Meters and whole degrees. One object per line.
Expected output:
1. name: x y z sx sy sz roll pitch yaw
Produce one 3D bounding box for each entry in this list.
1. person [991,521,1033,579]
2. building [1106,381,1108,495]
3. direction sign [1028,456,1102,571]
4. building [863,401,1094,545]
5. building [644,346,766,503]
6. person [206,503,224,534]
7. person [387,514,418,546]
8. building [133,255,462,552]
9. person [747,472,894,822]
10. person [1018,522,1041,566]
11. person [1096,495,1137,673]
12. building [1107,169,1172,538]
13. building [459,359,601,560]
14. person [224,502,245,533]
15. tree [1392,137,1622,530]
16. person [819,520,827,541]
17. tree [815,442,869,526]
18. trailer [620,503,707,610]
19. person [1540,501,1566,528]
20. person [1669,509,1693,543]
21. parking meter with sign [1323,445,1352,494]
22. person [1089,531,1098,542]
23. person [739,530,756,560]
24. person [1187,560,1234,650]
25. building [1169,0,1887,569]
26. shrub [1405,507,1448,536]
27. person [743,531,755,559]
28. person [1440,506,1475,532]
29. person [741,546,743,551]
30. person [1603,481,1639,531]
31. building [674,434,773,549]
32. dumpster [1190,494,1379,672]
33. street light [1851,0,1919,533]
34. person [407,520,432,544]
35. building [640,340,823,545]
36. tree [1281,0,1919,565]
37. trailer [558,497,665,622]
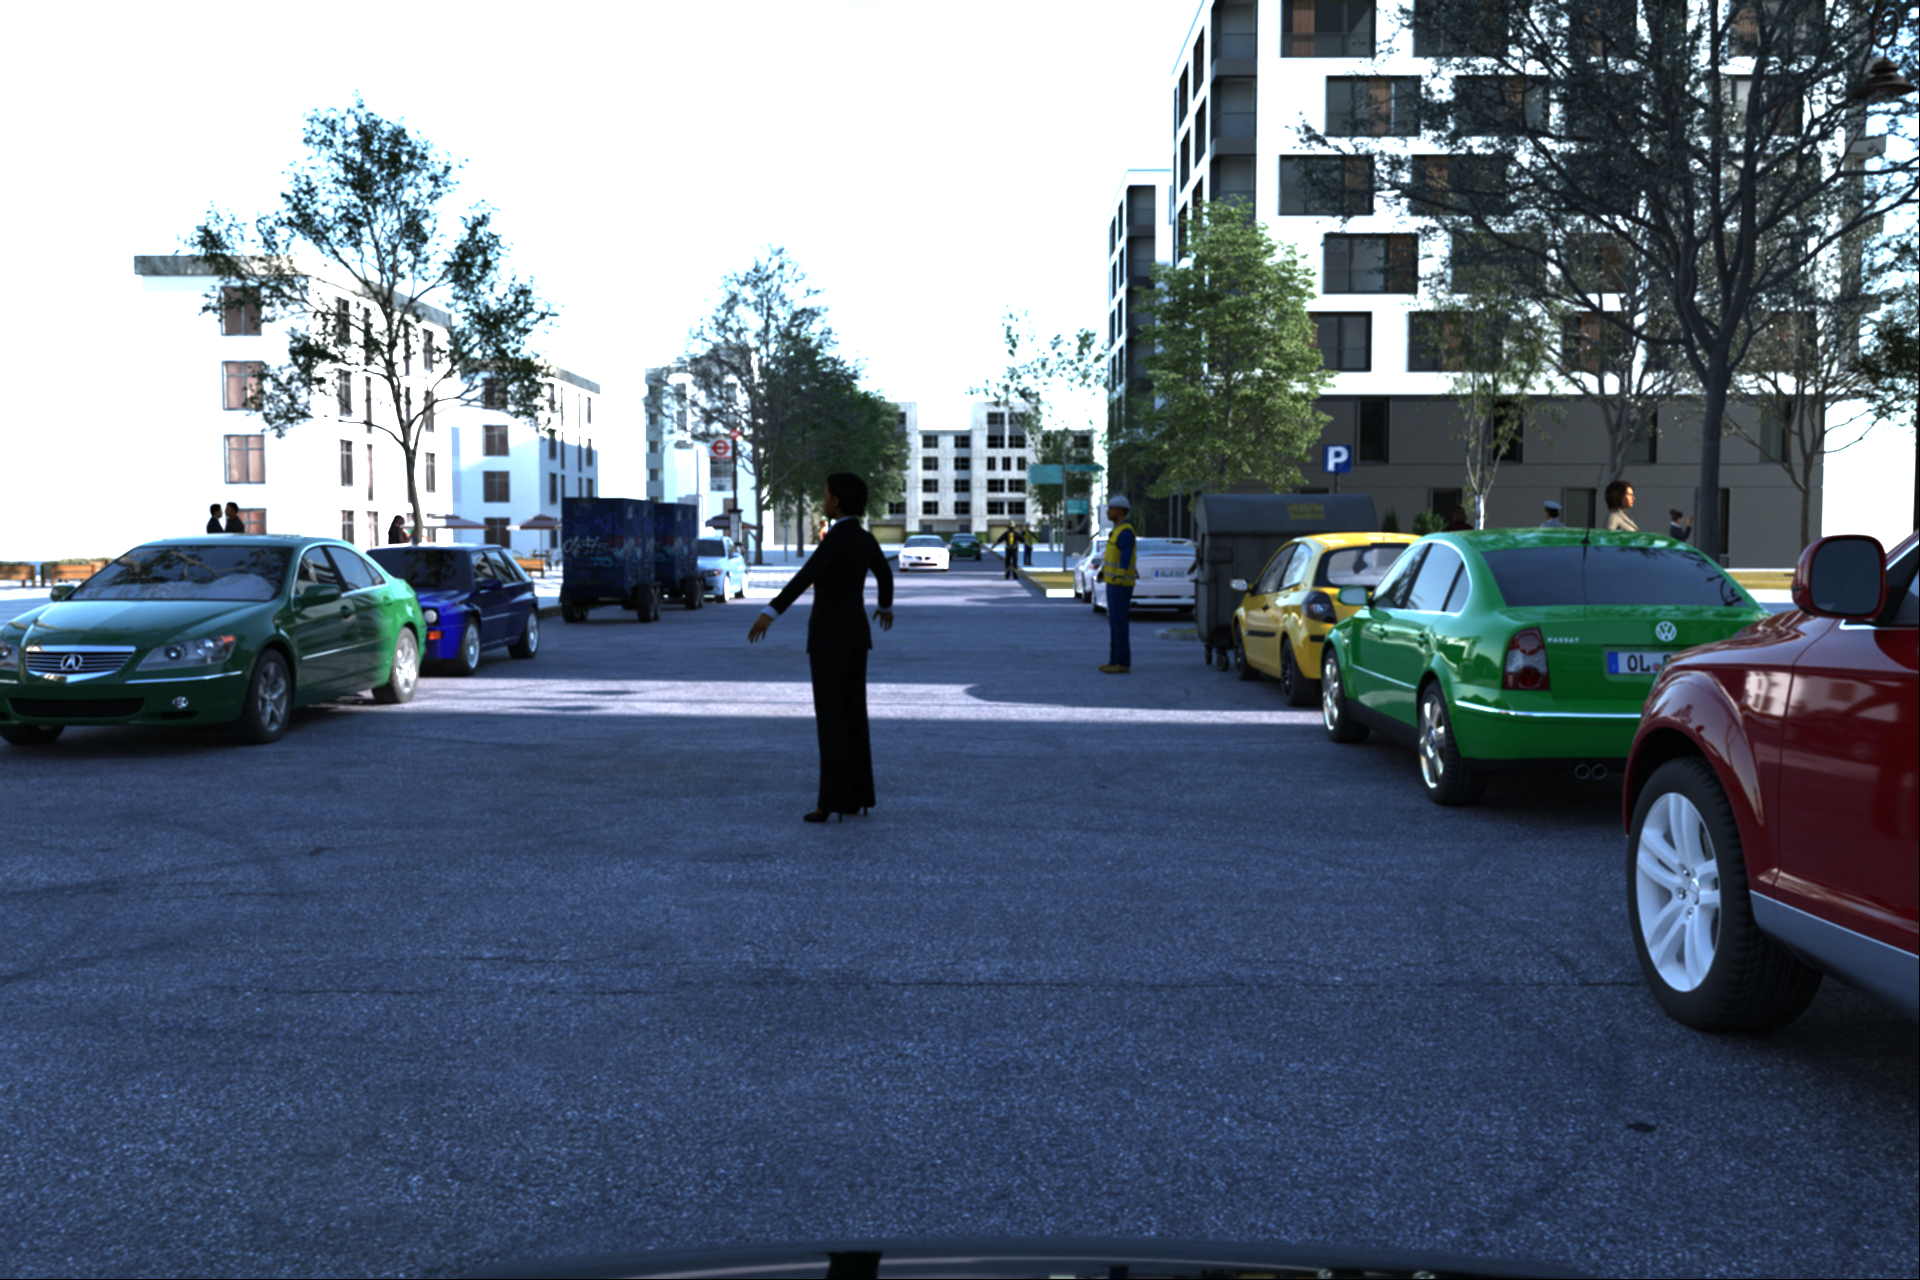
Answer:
1. person: 1.639 -2.862 55.036 1.354 1.856 0.705 0 4 8
2. building: 24.026 -20.423 164.843 19.493 23.208 18.063 0 4 1
3. direction sign: 3.586 -4.284 58.802 2.525 3.948 1.411 0 4 0
4. building: 1.591 -22.463 236.185 31.486 18.905 16.747 0 4 -2
5. building: -25.712 -19.487 175.026 16.016 20.090 11.380 0 4 1
6. person: -13.112 -1.503 30.630 0.704 1.823 1.345 -2 4 -29
7. person: -10.146 -1.471 31.568 0.593 1.643 0.415 0 4 -5
8. building: -23.885 -7.591 66.255 9.099 9.664 28.070 0 4 0
9. person: -0.661 0.028 8.728 0.721 1.740 1.216 2 4 29
10. person: 2.810 -3.914 70.458 1.216 1.772 0.721 -3 5 -41
11. person: 1.617 -0.583 17.965 0.705 1.833 1.349 0 4 -3
12. building: 23.414 -16.483 113.465 27.936 21.610 32.646 0 4 0
13. building: -24.593 -9.464 96.885 9.099 9.664 28.070 0 3 0
14. person: -12.081 -1.386 28.726 0.705 1.821 1.348 -3 5 -41
15. tree: 9.738 -5.061 33.117 4.360 8.622 3.978 0 3 0
16. person: -4.303 -2.999 55.831 0.721 1.733 1.217 1 4 10
17. tree: -8.207 -10.490 121.880 4.737 8.622 4.395 0 3 0
18. trailer: -5.694 -1.551 32.408 1.471 1.999 3.904 0 4 0
19. person: 8.773 -1.189 25.896 1.216 1.778 0.721 -1 4 -21
20. person: 12.855 -1.463 30.769 0.445 1.727 0.742 -1 4 -17
21. parking meter with sign: 7.355 -2.250 33.056 0.543 3.016 1.738 0 4 0
22. person: 6.207 -4.178 74.531 1.346 1.802 0.704 0 4 7
23. person: -9.350 -4.213 75.066 1.347 1.806 0.705 1 4 9
24. person: 3.304 -0.794 21.585 0.704 1.812 1.346 -2 4 -27
25. building: 23.360 -14.403 79.467 27.936 21.610 32.646 0 4 1
26. shrub: 12.872 -2.652 47.784 1.690 2.028 1.600 0 3 0
27. person: -9.756 -4.420 78.209 1.347 1.837 0.705 1 4 20
28. person: 8.042 -1.298 28.025 1.215 1.729 0.721 0 4 5
29. person: -6.727 -2.540 50.802 0.599 1.433 0.991 3 5 43
30. person: 5.740 -0.496 14.867 0.721 1.744 1.215 2 4 34
31. building: -21.601 -13.245 158.704 9.099 9.664 28.070 0 4 0
32. dumpster: 3.439 -0.628 18.489 1.865 1.857 1.264 0 4 1
33. street light: 7.386 -2.475 13.246 0.468 5.910 1.993 0 4 0
34. person: -18.355 -3.211 58.623 0.704 1.817 1.347 1 4 19
35. building: -26.029 -22.746 202.829 19.493 23.208 18.063 0 4 0
36. tree: 9.645 -6.827 21.996 12.009 13.543 11.850 0 3 0
37. trailer: -5.696 -1.259 27.636 1.471 1.999 3.904 0 3 0
